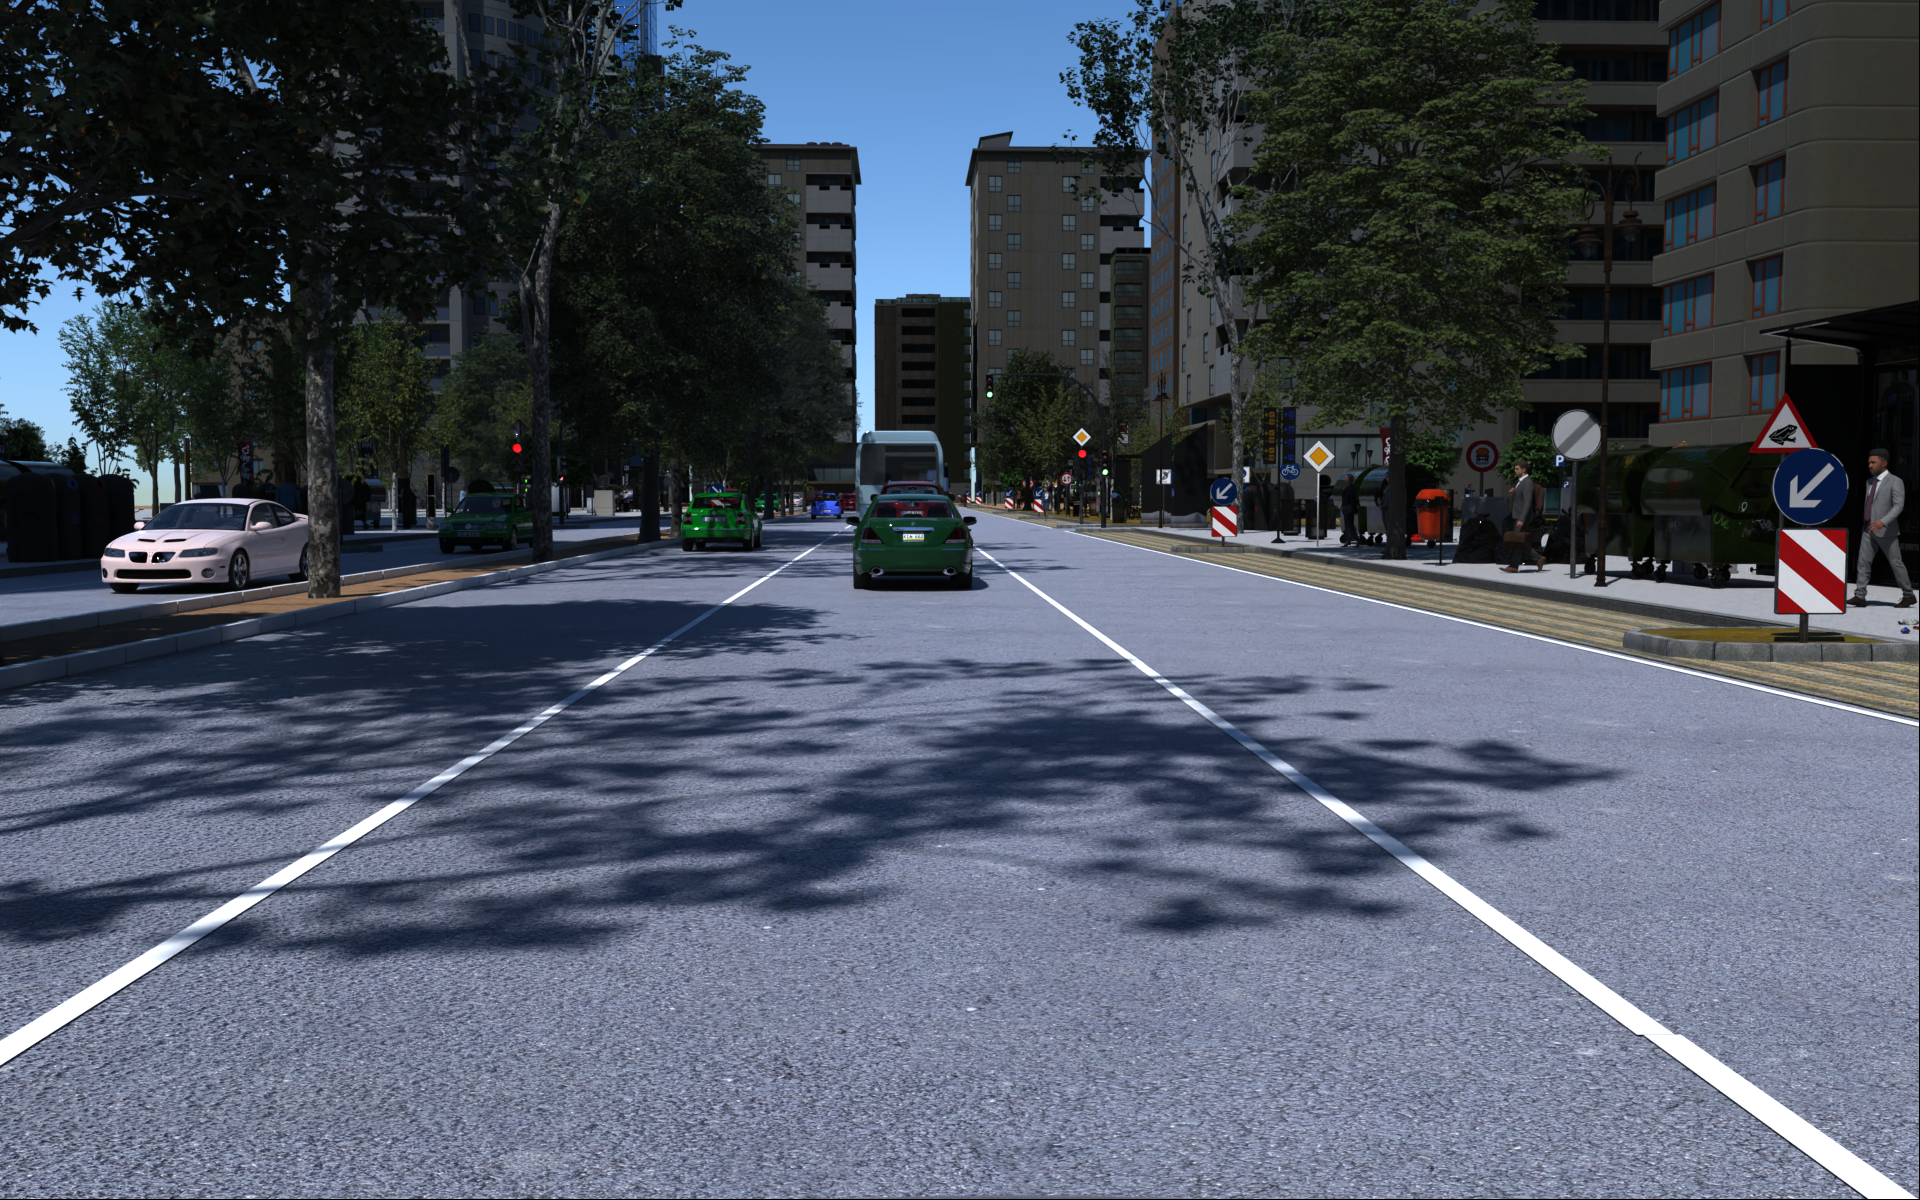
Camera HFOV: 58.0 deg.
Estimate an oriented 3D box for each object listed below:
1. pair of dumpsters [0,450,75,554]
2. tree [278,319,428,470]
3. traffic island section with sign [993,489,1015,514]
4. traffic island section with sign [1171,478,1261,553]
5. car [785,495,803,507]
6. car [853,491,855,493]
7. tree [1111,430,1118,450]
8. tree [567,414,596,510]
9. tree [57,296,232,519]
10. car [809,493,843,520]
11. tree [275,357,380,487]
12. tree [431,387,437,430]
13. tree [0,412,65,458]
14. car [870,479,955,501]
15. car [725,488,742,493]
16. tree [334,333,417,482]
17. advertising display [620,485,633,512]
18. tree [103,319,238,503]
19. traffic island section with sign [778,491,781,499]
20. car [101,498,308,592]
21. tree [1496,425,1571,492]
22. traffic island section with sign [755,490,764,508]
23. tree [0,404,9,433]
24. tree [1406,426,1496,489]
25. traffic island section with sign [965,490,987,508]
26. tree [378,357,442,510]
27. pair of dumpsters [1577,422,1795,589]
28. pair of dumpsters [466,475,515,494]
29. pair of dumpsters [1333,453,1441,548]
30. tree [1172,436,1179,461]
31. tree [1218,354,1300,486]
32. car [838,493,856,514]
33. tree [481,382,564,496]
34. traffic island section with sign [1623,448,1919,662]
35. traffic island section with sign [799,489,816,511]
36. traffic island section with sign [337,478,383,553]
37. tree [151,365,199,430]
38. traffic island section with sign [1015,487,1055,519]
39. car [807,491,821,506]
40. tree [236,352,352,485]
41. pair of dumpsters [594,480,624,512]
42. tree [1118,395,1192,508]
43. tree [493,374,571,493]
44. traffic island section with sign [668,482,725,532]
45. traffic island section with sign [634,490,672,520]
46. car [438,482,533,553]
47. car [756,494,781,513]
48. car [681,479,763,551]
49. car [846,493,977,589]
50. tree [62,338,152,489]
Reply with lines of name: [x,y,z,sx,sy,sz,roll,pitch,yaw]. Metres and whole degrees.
pair of dumpsters: [-20.194,-2.075,36.414,1.574,2.255,4.437,0,4,-2]
tree: [-34.882,-10.637,99.668,9.928,11.665,9.643,0,3,0]
traffic island section with sign: [3.403,-7.172,125.890,1.989,1.847,2.006,0,4,-2]
traffic island section with sign: [6.240,-2.075,42.560,1.989,1.847,2.006,0,4,-2]
car: [-18.265,-10.862,189.958,2.083,1.381,4.827,0,4,-1]
car: [-10.064,-10.201,175.460,2.281,1.827,5.304,0,4,-4]
tree: [14.349,-11.584,139.765,4.737,8.622,4.395,0,3,0]
tree: [-31.503,-11.799,143.283,4.360,8.622,3.978,0,3,0]
tree: [-42.129,-10.048,90.034,9.928,11.665,9.643,0,3,0]
car: [-7.608,-5.441,98.554,1.945,1.707,3.694,0,4,-3]
tree: [-32.001,-8.342,86.757,4.360,8.622,3.978,0,3,0]
tree: [-35.655,-13.827,132.724,9.857,13.997,8.962,0,3,0]
tree: [-70.751,-9.819,123.441,11.467,7.101,20.602,-2,4,-31]
car: [-1.253,-2.271,45.804,2.281,1.827,5.304,0,4,-1]
car: [-15.637,-6.642,117.262,2.281,1.827,5.304,0,4,-4]
tree: [-41.938,-12.402,120.905,7.486,12.596,7.792,0,3,0]
advertising display: [-23.828,-7.249,123.735,0.974,1.923,0.123,0,4,-5]
tree: [-45.884,-11.141,100.278,7.486,12.596,7.792,0,3,0]
traffic island section with sign: [-20.812,-11.804,201.617,1.989,1.847,2.006,0,4,-2]
car: [-11.534,-0.891,26.932,2.083,1.381,4.827,0,4,-1]
tree: [26.687,-5.935,80.747,4.285,4.588,4.351,0,3,0]
traffic island section with sign: [-19.886,-10.146,174.507,1.989,1.847,2.006,0,4,-2]
tree: [-46.933,-8.035,81.737,4.737,8.622,4.395,0,3,0]
tree: [22.091,-6.008,81.942,4.285,4.588,4.351,0,3,0]
traffic island section with sign: [1.722,-10.190,175.229,1.989,1.847,2.006,0,4,-2]
tree: [-29.606,-8.658,91.923,4.360,8.622,3.978,0,3,0]
pair of dumpsters: [10.593,-1.401,25.405,1.574,2.255,4.437,0,4,-2]
pair of dumpsters: [-23.443,-5.131,86.392,1.574,2.255,4.437,0,4,-2]
pair of dumpsters: [10.534,-2.468,42.840,1.574,2.255,4.437,0,4,-2]
tree: [12.177,-7.033,98.705,4.285,4.588,4.351,0,3,0]
tree: [14.891,-8.258,85.387,4.737,8.622,4.395,0,3,0]
car: [-7.876,-7.128,125.578,2.155,1.783,4.494,0,3,0]
tree: [-28.605,-9.925,112.642,4.360,8.622,3.978,0,3,0]
traffic island section with sign: [7.156,-0.428,15.620,1.989,1.847,2.006,0,4,-2]
traffic island section with sign: [-12.684,-8.540,147.771,2.006,1.907,1.989,0,4,-2]
traffic island section with sign: [-15.417,-2.089,42.776,1.989,1.847,2.006,0,4,-2]
tree: [-32.560,-7.734,76.807,4.737,8.622,4.395,0,3,0]
traffic island section with sign: [4.335,-5.498,98.528,1.989,1.847,2.006,0,4,-2]
car: [-17.248,-11.975,204.460,2.281,1.827,5.304,0,4,-3]
tree: [-43.145,-10.869,112.126,8.767,10.594,7.601,0,4,5]
pair of dumpsters: [-24.515,-7.232,120.740,1.574,2.255,4.437,0,4,-2]
tree: [15.093,-10.864,127.984,4.737,8.622,4.395,0,3,0]
tree: [-26.160,-9.593,107.204,4.737,8.622,4.395,0,3,0]
traffic island section with sign: [-9.879,-3.495,65.273,2.006,1.907,1.989,0,4,-2]
traffic island section with sign: [-17.283,-5.463,97.941,1.989,1.847,2.006,0,4,-2]
car: [-11.716,-2.115,43.381,1.959,1.807,4.718,0,4,-1]
car: [-14.756,-7.651,133.898,1.959,1.807,4.718,0,4,-1]
car: [-6.132,-2.204,44.839,1.959,1.807,4.718,0,4,-2]
car: [-0.768,-0.969,27.634,2.131,1.459,4.920,0,4,-2]
tree: [-40.403,-8.052,82.008,4.737,8.622,4.395,0,3,0]
